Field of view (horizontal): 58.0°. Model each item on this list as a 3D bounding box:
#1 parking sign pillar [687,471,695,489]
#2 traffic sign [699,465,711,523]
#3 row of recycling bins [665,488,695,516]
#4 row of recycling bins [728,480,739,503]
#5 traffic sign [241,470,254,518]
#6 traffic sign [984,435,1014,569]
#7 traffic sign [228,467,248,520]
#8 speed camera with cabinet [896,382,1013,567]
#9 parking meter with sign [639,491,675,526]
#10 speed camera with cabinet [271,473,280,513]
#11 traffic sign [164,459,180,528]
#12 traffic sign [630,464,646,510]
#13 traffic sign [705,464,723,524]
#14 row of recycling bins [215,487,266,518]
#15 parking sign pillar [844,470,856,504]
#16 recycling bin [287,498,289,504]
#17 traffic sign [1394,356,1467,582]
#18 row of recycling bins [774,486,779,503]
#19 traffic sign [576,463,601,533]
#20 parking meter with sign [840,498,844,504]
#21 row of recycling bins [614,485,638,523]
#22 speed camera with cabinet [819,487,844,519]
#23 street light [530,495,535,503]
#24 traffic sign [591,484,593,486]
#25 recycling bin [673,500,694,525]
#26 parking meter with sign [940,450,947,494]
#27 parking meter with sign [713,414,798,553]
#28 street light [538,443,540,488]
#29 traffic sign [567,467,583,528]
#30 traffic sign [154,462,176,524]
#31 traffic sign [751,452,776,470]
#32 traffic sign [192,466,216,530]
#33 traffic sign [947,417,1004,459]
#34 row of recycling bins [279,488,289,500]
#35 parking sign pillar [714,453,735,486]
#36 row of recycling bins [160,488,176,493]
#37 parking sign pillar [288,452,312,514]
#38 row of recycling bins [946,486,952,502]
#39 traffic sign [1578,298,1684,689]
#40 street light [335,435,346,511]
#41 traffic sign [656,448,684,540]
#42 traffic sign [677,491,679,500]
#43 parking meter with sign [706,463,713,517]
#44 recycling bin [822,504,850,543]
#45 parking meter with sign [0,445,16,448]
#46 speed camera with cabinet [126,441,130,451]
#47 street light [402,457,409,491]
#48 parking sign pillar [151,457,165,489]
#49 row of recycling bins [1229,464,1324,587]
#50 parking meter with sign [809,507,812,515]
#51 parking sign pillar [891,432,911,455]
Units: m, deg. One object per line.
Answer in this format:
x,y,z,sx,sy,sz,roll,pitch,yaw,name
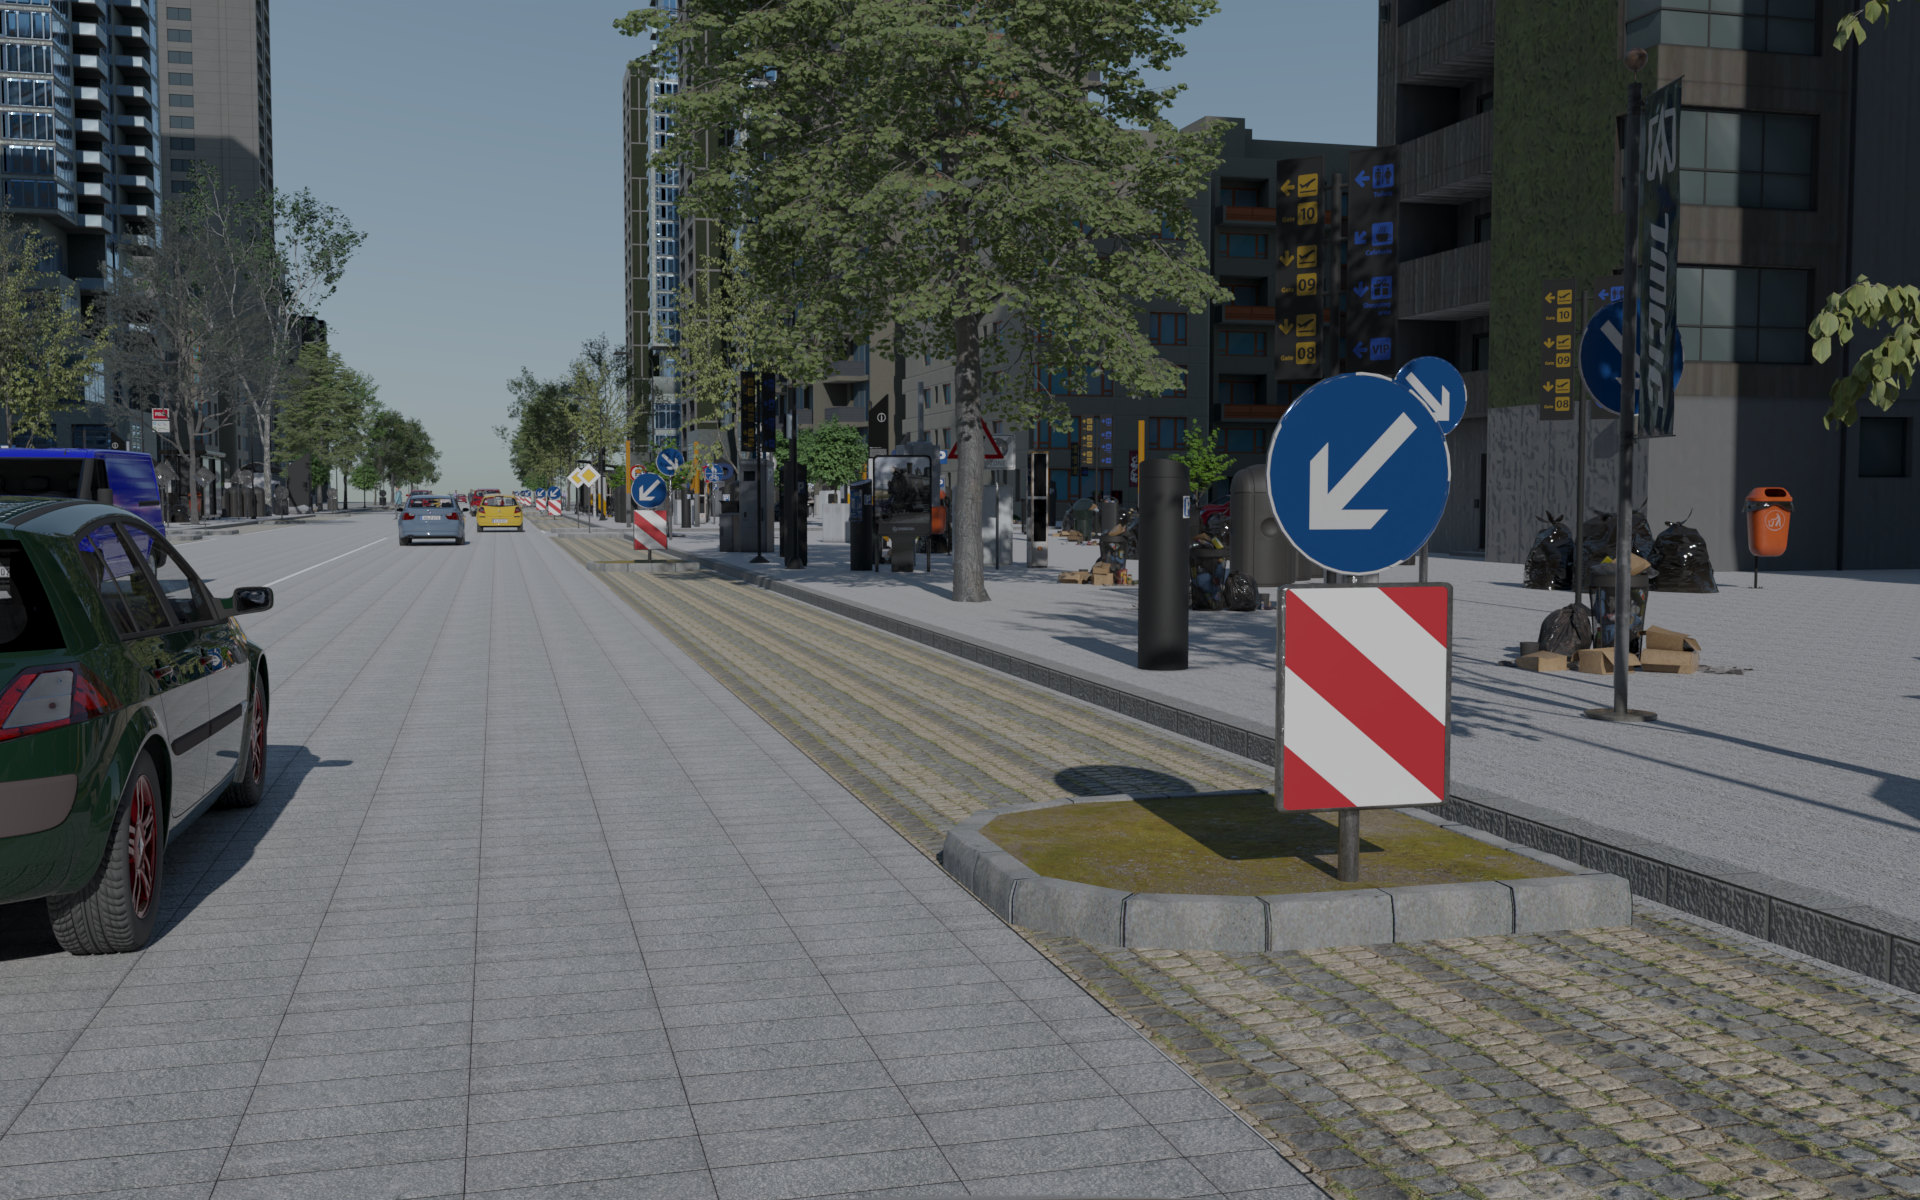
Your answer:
-19.677,-8.515,127.690,1.447,3.967,1.447,1,4,16,parking sign pillar
-11.305,-4.722,77.310,0.768,2.556,0.104,-1,4,-14,traffic sign
-16.614,-5.726,100.727,3.534,1.692,1.069,0,4,-5,row of recycling bins
-6.776,-2.872,54.071,1.069,1.692,3.534,0,4,-4,row of recycling bins
-37.419,-5.553,90.892,0.768,2.556,0.104,0,4,-5,traffic sign
0.632,-1.668,29.394,0.606,2.300,0.079,-1,4,-12,traffic sign
-35.074,-5.148,84.167,0.884,2.594,0.081,-1,4,-14,traffic sign
-0.098,-2.243,31.009,2.038,3.252,0.660,-1,4,-18,speed camera with cabinet
-12.265,-4.498,69.798,0.543,3.016,1.738,2,4,26,parking meter with sign
-46.580,-7.476,116.560,0.660,3.252,2.038,1,4,11,speed camera with cabinet
-29.680,-3.966,64.848,0.884,2.594,0.081,0,4,-8,traffic sign
-13.843,-4.553,74.554,0.768,2.556,0.104,-1,4,-13,traffic sign
-10.400,-4.475,73.276,0.768,2.556,0.104,-1,4,-9,traffic sign
-39.829,-5.424,95.791,1.069,1.692,3.534,1,4,21,row of recycling bins
-5.114,-5.655,80.929,1.447,3.967,1.447,-1,4,-13,parking sign pillar
-43.042,-6.089,112.107,0.722,1.027,0.722,-3,5,-43,recycling bin
4.319,-0.978,16.100,0.768,2.556,0.104,-1,4,-12,traffic sign
-10.385,-5.086,90.270,1.069,1.692,3.534,-2,4,-35,row of recycling bins
-12.166,-3.251,56.795,0.795,2.450,0.064,-1,4,-15,traffic sign
-6.143,-5.882,92.437,0.543,3.016,1.738,0,4,3,parking meter with sign
-15.088,-4.348,78.204,1.069,1.692,3.534,-1,4,-16,row of recycling bins
-6.281,-5.801,89.175,2.038,3.252,0.660,-3,5,-43,speed camera with cabinet
-44.815,-12.951,184.290,1.470,5.913,1.316,-1,4,-15,street light
-24.311,-7.047,115.224,0.884,2.594,0.081,0,4,-7,traffic sign
-12.118,-3.878,75.967,0.722,1.027,0.722,1,4,11,recycling bin
-0.805,-4.394,68.109,0.543,3.016,1.738,0,4,2,parking meter with sign
-4.466,-2.556,38.047,1.738,3.016,0.543,1,4,21,parking meter with sign
-37.669,-11.318,157.588,1.470,5.913,1.316,-1,4,-15,street light
-14.228,-3.723,64.510,0.795,2.450,0.064,-1,4,-15,traffic sign
-24.630,-3.049,53.497,0.795,2.450,0.064,-1,4,-15,traffic sign
-5.751,-3.091,50.647,0.768,2.556,0.104,0,4,-8,traffic sign
-26.692,-3.521,61.212,0.795,2.450,0.064,-1,4,-15,traffic sign
0.230,-1.610,26.333,0.884,2.594,0.081,-1,4,-12,traffic sign
-49.132,-7.256,125.746,3.534,1.692,1.069,-2,4,-34,row of recycling bins
-14.866,-7.391,109.307,1.447,3.967,1.447,-3,4,-36,parking sign pillar
-53.232,-6.814,118.528,1.069,1.692,3.534,2,4,29,row of recycling bins
-42.228,-7.478,110.735,1.447,3.967,1.447,-1,4,-12,parking sign pillar
-1.456,-4.994,88.772,1.069,1.692,3.534,-2,4,-32,row of recycling bins
4.348,-0.687,11.334,0.768,2.556,0.104,-1,4,-13,traffic sign
-47.887,-9.913,134.619,1.470,5.913,1.316,-1,4,-15,street light
-8.039,-2.934,48.082,0.768,2.556,0.104,-1,4,-13,traffic sign
-14.857,-5.571,91.195,0.768,2.556,0.104,-1,4,-11,traffic sign
-13.545,-6.184,97.363,0.543,3.016,1.738,2,4,27,parking meter with sign
-3.169,-2.047,46.020,0.722,1.027,0.722,2,4,33,recycling bin
-33.607,-3.947,60.796,0.543,3.016,1.738,-1,4,-16,parking meter with sign
-31.651,-4.295,64.558,2.038,3.252,0.660,-3,5,-40,speed camera with cabinet
-69.584,-14.873,215.713,1.470,5.913,1.316,-1,4,-15,street light
-57.592,-8.327,124.619,1.447,3.967,1.447,2,4,27,parking sign pillar
4.650,-1.116,25.368,1.069,1.692,3.534,1,4,22,row of recycling bins
-9.286,-6.614,104.401,1.738,3.016,0.543,-1,4,-11,parking meter with sign
-2.554,-5.252,74.341,1.447,3.967,1.447,1,4,21,parking sign pillar
